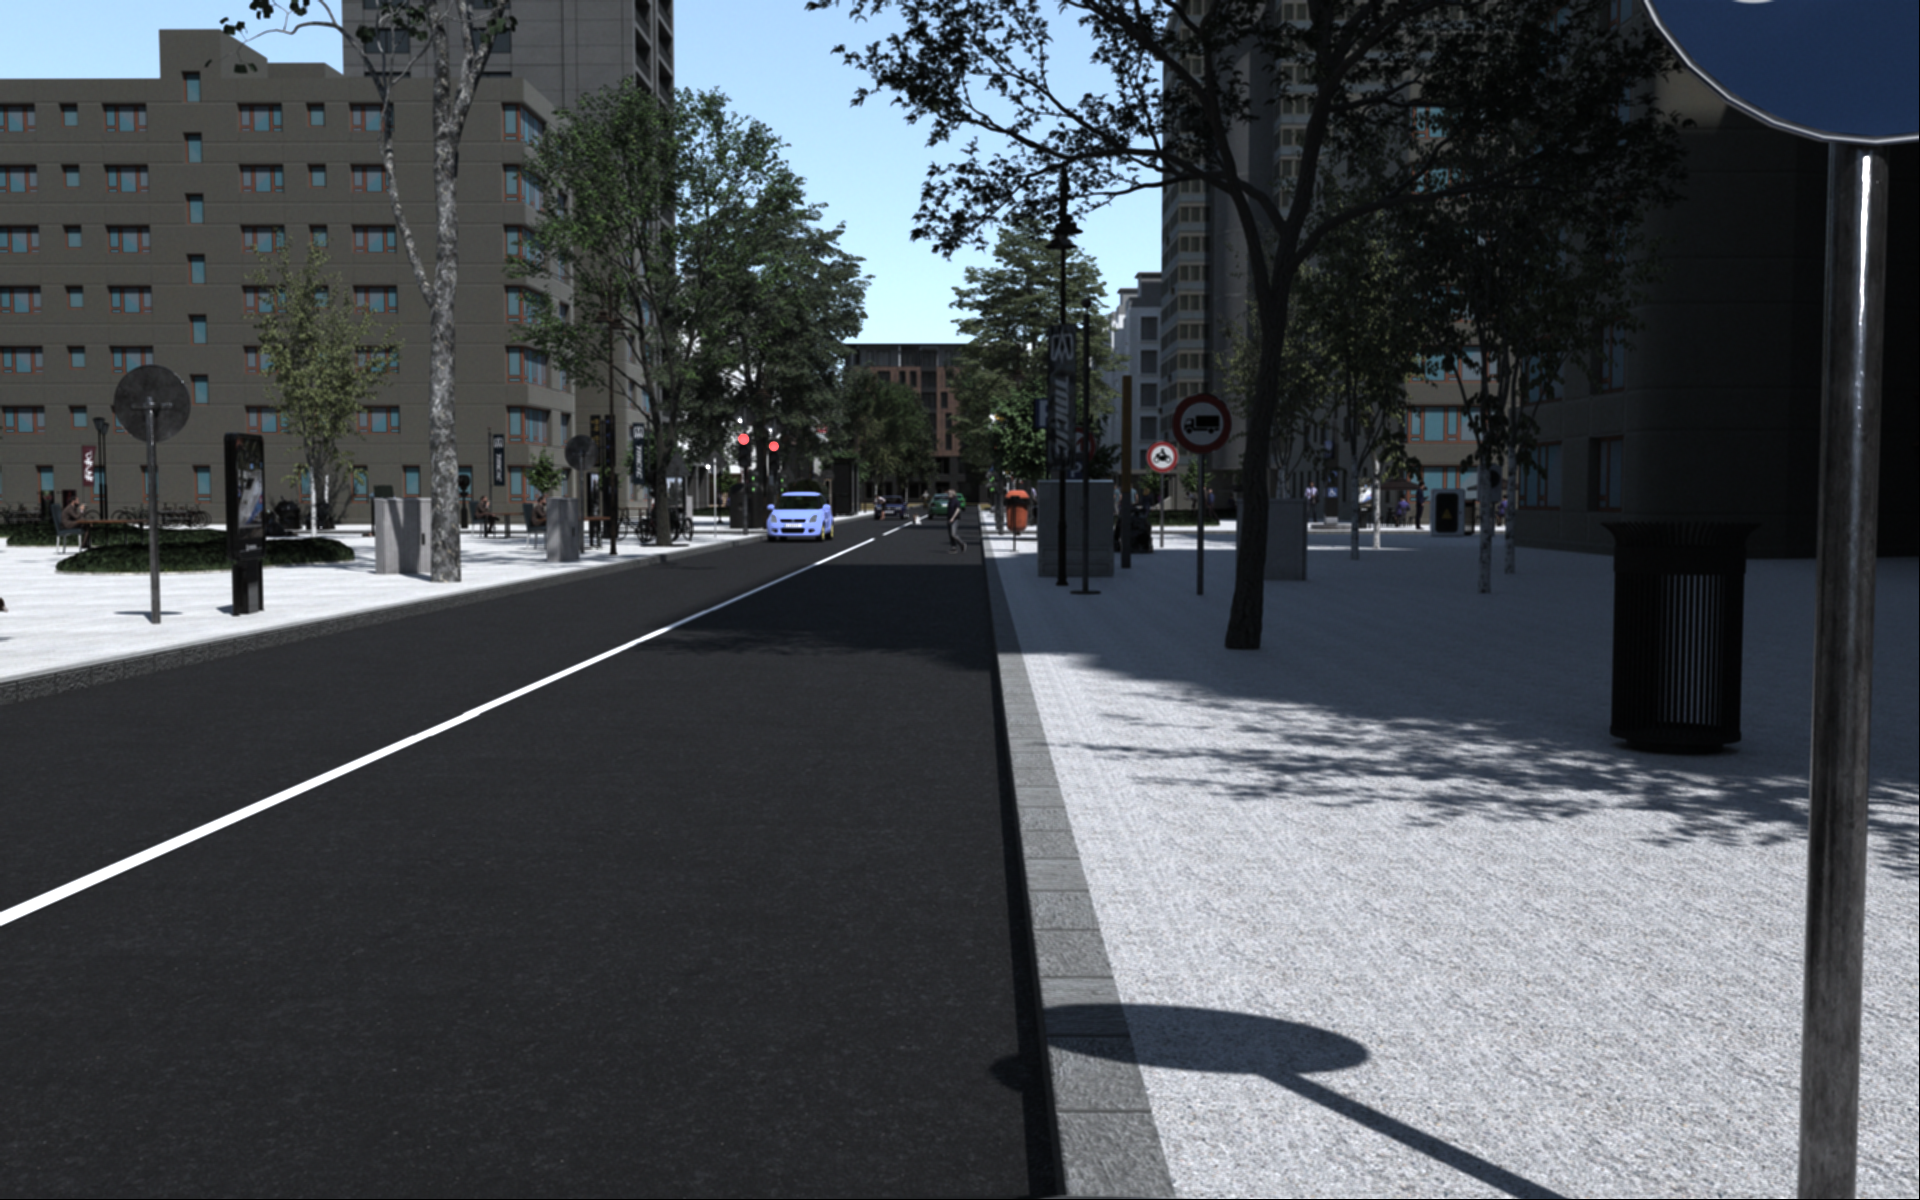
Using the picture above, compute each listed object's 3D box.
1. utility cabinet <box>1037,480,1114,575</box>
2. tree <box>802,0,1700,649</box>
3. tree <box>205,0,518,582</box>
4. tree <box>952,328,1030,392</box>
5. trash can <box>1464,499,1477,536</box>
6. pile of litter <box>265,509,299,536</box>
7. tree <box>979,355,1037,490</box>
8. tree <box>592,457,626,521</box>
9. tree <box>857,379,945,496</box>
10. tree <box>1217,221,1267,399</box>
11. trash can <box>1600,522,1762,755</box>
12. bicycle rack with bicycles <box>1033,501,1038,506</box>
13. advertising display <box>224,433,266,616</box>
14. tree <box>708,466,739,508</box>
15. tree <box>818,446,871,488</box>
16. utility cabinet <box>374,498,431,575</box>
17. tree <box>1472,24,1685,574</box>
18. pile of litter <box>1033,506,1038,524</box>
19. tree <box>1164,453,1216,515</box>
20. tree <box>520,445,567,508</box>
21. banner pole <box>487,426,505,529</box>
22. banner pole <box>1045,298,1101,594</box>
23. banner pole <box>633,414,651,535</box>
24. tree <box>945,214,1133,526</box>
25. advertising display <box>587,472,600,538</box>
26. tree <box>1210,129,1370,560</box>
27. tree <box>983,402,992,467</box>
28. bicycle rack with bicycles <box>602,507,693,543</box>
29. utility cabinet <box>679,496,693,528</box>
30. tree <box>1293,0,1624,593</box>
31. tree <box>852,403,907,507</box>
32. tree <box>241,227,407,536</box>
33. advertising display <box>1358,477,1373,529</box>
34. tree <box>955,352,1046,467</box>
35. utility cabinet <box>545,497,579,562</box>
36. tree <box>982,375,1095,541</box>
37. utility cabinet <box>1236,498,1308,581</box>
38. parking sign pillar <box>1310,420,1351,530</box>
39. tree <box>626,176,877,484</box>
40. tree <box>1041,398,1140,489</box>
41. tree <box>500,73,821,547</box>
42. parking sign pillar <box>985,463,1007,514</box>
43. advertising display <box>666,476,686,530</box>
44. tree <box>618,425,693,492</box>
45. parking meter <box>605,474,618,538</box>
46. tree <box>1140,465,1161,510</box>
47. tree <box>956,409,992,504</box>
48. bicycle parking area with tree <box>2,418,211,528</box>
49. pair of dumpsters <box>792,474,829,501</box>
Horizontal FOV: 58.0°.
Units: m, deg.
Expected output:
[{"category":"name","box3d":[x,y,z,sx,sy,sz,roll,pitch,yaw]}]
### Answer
[{"category":"utility cabinet","box3d":[1.802,-1.120,26.989,1.173,1.500,0.318,0,4,-1]},{"category":"tree","box3d":[2.526,-4.855,13.794,8.767,10.594,7.601,-2,4,-33]},{"category":"tree","box3d":[-6.716,-10.402,25.964,12.611,20.169,13.585,0,3,0]},{"category":"tree","box3d":[5.076,-20.816,196.230,12.611,20.169,13.585,0,3,0]},{"category":"trash can","box3d":[15.673,-2.577,53.790,0.748,1.137,0.748,0,3,0]},{"category":"pile of litter","box3d":[-20.951,-2.372,52.754,1.719,0.858,1.176,2,4,32]},{"category":"tree","box3d":[3.012,-8.490,89.168,4.360,8.622,3.978,0,3,0]},{"category":"tree","box3d":[-16.843,-5.402,82.925,1.663,3.219,1.824,0,3,0]},{"category":"tree","box3d":[-6.076,-15.590,171.911,9.611,12.733,9.660,0,3,0]},{"category":"tree","box3d":[8.795,-5.870,46.329,4.360,8.622,3.978,0,3,0]},{"category":"trash can","box3d":[3.605,0.180,8.706,0.748,1.137,0.748,0,3,0]},{"category":"bicycle rack with bicycles","box3d":[4.163,-7.204,131.168,2.852,0.926,2.925,1,4,17]},{"category":"advertising display","box3d":[-7.666,-0.819,18.606,0.123,1.923,0.974,0,4,-6]},{"category":"tree","box3d":[-13.994,-6.698,104.108,1.663,3.219,1.824,0,3,0]},{"category":"tree","box3d":[-7.442,-7.787,111.035,4.285,4.588,4.351,0,3,0]},{"category":"utility cabinet","box3d":[-8.927,-1.031,28.015,0.306,1.237,1.020,3,5,42]},{"category":"tree","box3d":[9.116,-4.729,27.689,4.737,8.622,4.395,0,3,0]},{"category":"pile of litter","box3d":[3.107,-3.661,73.829,1.176,0.858,1.719,-1,4,-9]},{"category":"tree","box3d":[11.083,-5.377,82.510,1.663,3.219,1.824,0,3,0]},{"category":"tree","box3d":[-16.308,-4.511,68.360,1.663,3.219,1.824,0,3,0]},{"category":"banner pole","box3d":[-17.165,-4.525,64.006,0.863,3.779,0.401,1,4,21]},{"category":"banner pole","box3d":[1.444,-1.982,22.417,0.863,3.779,0.401,3,5,41]},{"category":"banner pole","box3d":[-9.831,-3.898,53.743,0.401,3.779,0.863,3,5,39]},{"category":"tree","box3d":[3.146,-9.245,69.286,7.486,12.596,7.792,0,3,0]},{"category":"advertising display","box3d":[-10.860,-2.820,51.317,0.123,1.923,0.974,0,4,3]},{"category":"tree","box3d":[7.888,-5.082,33.449,4.737,8.622,4.395,0,3,0]},{"category":"tree","box3d":[2.845,-10.311,118.943,4.737,8.622,4.395,0,3,0]},{"category":"bicycle rack with bicycles","box3d":[-8.393,-2.066,47.167,2.852,0.926,2.925,3,4,39]},{"category":"utility cabinet","box3d":[-10.433,-3.314,65.337,0.306,1.237,1.020,-3,4,-36]},{"category":"tree","box3d":[6.561,-4.392,22.175,4.360,8.622,3.978,0,3,0]},{"category":"tree","box3d":[-6.298,-11.252,134.337,4.737,8.622,4.395,0,3,0]},{"category":"tree","box3d":[-17.939,-5.990,48.298,4.737,8.622,4.395,0,3,0]},{"category":"advertising display","box3d":[14.966,-3.613,64.286,0.974,1.923,0.123,-3,5,-41]},{"category":"tree","box3d":[3.623,-12.299,126.842,9.928,11.665,9.643,0,3,0]},{"category":"utility cabinet","box3d":[-7.624,-1.353,33.280,0.306,1.237,1.020,0,4,8]},{"category":"tree","box3d":[2.135,-3.925,47.887,4.285,4.588,4.351,0,3,0]},{"category":"utility cabinet","box3d":[4.667,-0.903,25.926,1.020,1.237,0.306,1,4,20]},{"category":"parking sign pillar","box3d":[13.455,-4.542,62.739,1.447,3.967,1.447,1,4,8]},{"category":"tree","box3d":[-8.074,-9.940,69.168,9.857,13.997,8.962,0,3,0]},{"category":"tree","box3d":[2.367,-2.480,35.157,1.663,3.219,1.824,0,3,0]},{"category":"tree","box3d":[-7.225,-7.126,42.267,9.928,11.665,9.643,0,3,0]},{"category":"parking sign pillar","box3d":[2.717,-7.714,114.594,1.447,3.967,1.447,1,4,16]},{"category":"advertising display","box3d":[-10.282,-3.494,62.340,0.974,1.923,0.123,2,4,33]},{"category":"tree","box3d":[-13.974,-5.830,79.027,4.285,4.588,4.351,0,3,0]},{"category":"parking meter","box3d":[-10.145,-2.725,50.260,0.399,1.863,0.255,-2,4,-28]},{"category":"tree","box3d":[10.756,-6.212,96.175,1.663,3.219,1.824,0,3,0]},{"category":"tree","box3d":[3.860,-18.773,213.588,9.857,13.997,8.962,0,3,0]},{"category":"bicycle parking area with tree","box3d":[-33.552,-4.920,67.449,9.016,4.147,8.231,-1,4,-11]},{"category":"pair of dumpsters","box3d":[-7.293,-5.000,84.239,1.574,2.255,4.437,0,4,1]}]
